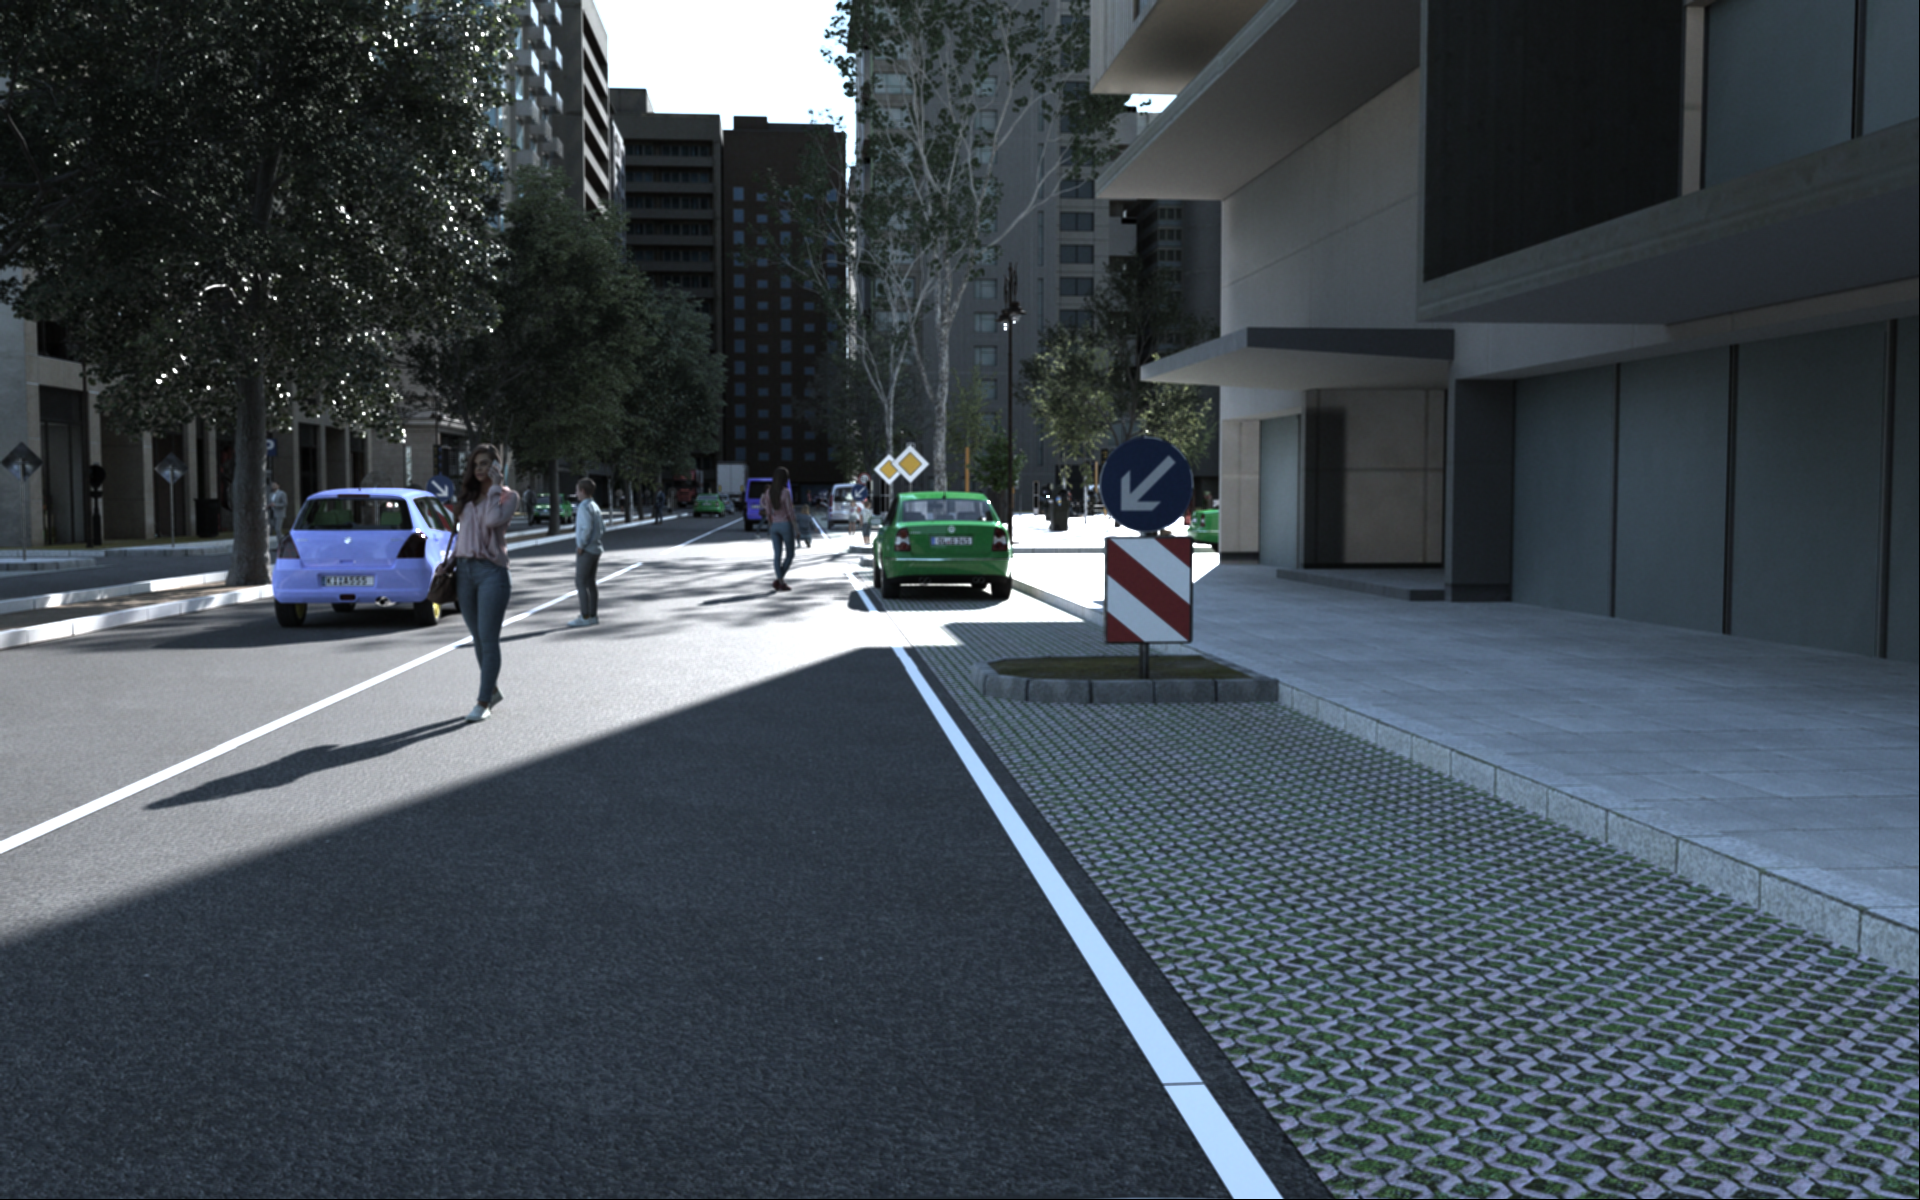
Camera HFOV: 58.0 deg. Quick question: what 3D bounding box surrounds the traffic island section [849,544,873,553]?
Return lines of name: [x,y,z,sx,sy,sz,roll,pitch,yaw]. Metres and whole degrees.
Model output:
traffic island section: [-1.729,-1.262,42.919,2.009,0.180,2.903,0,4,-5]

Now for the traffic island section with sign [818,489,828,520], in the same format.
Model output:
traffic island section with sign: [-6.567,-5.237,94.247,1.989,1.847,2.006,0,4,-5]

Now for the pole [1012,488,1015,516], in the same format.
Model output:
pole: [3.172,-6.685,103.149,0.158,3.312,0.155,0,3,0]

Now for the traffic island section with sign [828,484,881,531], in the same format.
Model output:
traffic island section with sign: [-4.034,-3.595,67.411,1.989,1.847,2.006,0,4,-5]

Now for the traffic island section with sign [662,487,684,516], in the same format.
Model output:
traffic island section with sign: [-19.393,-6.621,116.391,2.006,1.907,1.989,0,4,-5]

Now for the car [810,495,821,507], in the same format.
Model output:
car: [-14.573,-10.031,176.582,1.945,1.354,3.894,0,4,-4]

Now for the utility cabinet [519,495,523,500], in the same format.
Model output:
utility cabinet: [-28.702,-6.439,113.950,0.318,1.500,1.173,0,4,-2]

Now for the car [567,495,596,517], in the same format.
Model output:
car: [-21.224,-5.164,96.428,2.014,1.417,4.499,0,4,-6]

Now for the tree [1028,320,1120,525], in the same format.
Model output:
tree: [5.058,-7.471,72.511,4.737,8.622,4.395,0,3,0]

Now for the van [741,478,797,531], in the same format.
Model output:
van: [-7.548,-3.920,68.476,2.240,2.365,5.245,0,4,-6]

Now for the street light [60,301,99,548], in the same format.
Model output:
street light: [-20.816,-4.187,41.244,0.468,5.910,1.993,0,4,-5]

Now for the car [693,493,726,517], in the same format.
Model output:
car: [-15.621,-6.063,107.920,1.959,1.807,4.718,0,4,-4]

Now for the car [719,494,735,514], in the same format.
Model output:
car: [-16.968,-6.779,122.831,2.014,1.417,4.499,0,4,-4]

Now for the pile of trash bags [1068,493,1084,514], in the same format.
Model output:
pile of trash bags: [7.544,-6.452,115.235,1.912,1.369,3.447,-1,4,-13]

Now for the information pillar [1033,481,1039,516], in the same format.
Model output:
information pillar: [4.425,-5.894,100.860,0.304,2.012,0.304,0,4,2]

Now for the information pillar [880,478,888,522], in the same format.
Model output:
information pillar: [-3.459,-4.598,79.676,0.304,2.012,0.304,2,4,34]

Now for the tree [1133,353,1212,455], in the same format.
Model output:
tree: [10.564,-8.328,86.522,4.360,8.622,3.978,0,3,0]

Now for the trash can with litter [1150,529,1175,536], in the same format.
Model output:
trash can with litter: [5.647,-2.317,49.264,1.055,1.170,0.624,3,5,39]

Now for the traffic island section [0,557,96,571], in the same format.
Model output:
traffic island section: [-18.047,-0.678,33.373,2.009,0.180,2.903,0,4,-5]

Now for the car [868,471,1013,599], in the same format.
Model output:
car: [-0.320,-0.994,25.044,1.959,1.807,4.718,0,4,-5]

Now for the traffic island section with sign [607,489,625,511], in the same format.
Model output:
traffic island section with sign: [-28.023,-8.198,142.665,1.989,1.847,2.006,0,4,-5]

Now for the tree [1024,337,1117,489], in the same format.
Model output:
tree: [4.931,-7.825,78.306,4.360,8.622,3.978,0,3,0]

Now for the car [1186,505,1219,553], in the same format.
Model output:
car: [7.714,-1.951,40.700,4.718,1.807,1.959,0,4,-4]

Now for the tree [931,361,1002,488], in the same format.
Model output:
tree: [0.383,-8.929,96.358,4.737,8.622,4.395,0,3,0]

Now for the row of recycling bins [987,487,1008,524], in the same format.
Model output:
row of recycling bins: [1.676,-4.262,76.801,1.069,1.692,3.534,0,4,0]

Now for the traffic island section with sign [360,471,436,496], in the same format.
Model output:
traffic island section with sign: [-11.653,-1.595,34.208,2.006,1.907,1.989,0,4,-5]

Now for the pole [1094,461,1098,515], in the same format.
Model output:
pole: [8.504,-7.002,108.326,0.158,3.312,0.155,0,3,0]

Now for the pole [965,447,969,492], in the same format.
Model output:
pole: [0.308,-4.979,75.246,0.158,3.312,0.155,0,3,0]

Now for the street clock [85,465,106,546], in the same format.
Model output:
street clock: [-21.528,-2.361,43.166,0.471,2.002,0.358,-2,4,-24]

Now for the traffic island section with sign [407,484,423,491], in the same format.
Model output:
traffic island section with sign: [-20.781,-3.500,65.849,1.989,1.847,2.006,0,4,-5]

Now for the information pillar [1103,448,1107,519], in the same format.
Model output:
information pillar: [7.460,-5.971,88.985,0.183,3.616,0.504,0,4,-2]

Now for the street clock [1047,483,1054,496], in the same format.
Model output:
street clock: [5.983,-6.746,114.863,0.358,2.002,0.471,3,4,36]

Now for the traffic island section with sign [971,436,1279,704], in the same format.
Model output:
traffic island section with sign: [1.111,-0.249,12.704,1.989,1.847,2.006,0,4,-5]

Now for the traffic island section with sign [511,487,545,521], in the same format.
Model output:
traffic island section with sign: [-23.325,-5.153,92.882,1.989,1.847,2.006,0,4,-5]

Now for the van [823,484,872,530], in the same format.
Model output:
van: [-4.583,-3.896,70.715,2.013,2.044,4.112,0,4,-5]

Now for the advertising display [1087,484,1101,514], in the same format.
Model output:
advertising display: [8.548,-6.444,110.574,0.974,1.923,0.123,-2,4,-32]

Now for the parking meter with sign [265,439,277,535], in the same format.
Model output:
parking meter with sign: [-21.637,-3.508,53.610,0.543,3.016,1.738,0,4,-6]

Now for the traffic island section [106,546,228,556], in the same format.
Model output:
traffic island section: [-18.796,-1.165,41.323,2.009,0.180,2.903,0,4,-5]

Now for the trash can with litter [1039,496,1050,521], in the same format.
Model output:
trash can with litter: [4.446,-4.315,81.932,0.624,1.170,1.055,-3,5,-41]

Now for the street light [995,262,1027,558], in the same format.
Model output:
street light: [1.006,-3.785,34.677,0.468,5.910,1.993,0,4,-5]

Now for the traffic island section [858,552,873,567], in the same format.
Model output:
traffic island section: [-0.980,-0.776,34.969,2.009,0.180,2.903,0,4,-5]

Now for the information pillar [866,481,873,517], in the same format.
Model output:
information pillar: [-4.928,-5.487,94.206,0.304,2.012,0.304,1,4,17]

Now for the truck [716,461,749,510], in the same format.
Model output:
truck: [-20.142,-10.132,154.566,2.839,4.237,11.283,0,4,-4]

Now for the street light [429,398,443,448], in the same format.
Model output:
street light: [-24.538,-6.637,81.307,0.468,5.910,1.993,0,4,-5]

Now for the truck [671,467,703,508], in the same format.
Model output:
truck: [-28.915,-11.939,184.119,2.839,4.237,11.283,0,4,-4]

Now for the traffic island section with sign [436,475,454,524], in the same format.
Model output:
traffic island section with sign: [-12.338,-2.046,41.584,2.006,1.907,1.989,0,4,-5]

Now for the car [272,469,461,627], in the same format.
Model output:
car: [-6.675,-0.641,20.074,1.945,1.707,3.694,0,4,-7]

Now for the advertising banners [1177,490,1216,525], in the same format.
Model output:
advertising banners: [9.467,-4.589,71.220,2.074,3.025,0.090,0,3,0]

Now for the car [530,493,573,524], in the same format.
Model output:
car: [-19.823,-4.591,83.864,1.959,1.807,4.718,0,4,-7]
